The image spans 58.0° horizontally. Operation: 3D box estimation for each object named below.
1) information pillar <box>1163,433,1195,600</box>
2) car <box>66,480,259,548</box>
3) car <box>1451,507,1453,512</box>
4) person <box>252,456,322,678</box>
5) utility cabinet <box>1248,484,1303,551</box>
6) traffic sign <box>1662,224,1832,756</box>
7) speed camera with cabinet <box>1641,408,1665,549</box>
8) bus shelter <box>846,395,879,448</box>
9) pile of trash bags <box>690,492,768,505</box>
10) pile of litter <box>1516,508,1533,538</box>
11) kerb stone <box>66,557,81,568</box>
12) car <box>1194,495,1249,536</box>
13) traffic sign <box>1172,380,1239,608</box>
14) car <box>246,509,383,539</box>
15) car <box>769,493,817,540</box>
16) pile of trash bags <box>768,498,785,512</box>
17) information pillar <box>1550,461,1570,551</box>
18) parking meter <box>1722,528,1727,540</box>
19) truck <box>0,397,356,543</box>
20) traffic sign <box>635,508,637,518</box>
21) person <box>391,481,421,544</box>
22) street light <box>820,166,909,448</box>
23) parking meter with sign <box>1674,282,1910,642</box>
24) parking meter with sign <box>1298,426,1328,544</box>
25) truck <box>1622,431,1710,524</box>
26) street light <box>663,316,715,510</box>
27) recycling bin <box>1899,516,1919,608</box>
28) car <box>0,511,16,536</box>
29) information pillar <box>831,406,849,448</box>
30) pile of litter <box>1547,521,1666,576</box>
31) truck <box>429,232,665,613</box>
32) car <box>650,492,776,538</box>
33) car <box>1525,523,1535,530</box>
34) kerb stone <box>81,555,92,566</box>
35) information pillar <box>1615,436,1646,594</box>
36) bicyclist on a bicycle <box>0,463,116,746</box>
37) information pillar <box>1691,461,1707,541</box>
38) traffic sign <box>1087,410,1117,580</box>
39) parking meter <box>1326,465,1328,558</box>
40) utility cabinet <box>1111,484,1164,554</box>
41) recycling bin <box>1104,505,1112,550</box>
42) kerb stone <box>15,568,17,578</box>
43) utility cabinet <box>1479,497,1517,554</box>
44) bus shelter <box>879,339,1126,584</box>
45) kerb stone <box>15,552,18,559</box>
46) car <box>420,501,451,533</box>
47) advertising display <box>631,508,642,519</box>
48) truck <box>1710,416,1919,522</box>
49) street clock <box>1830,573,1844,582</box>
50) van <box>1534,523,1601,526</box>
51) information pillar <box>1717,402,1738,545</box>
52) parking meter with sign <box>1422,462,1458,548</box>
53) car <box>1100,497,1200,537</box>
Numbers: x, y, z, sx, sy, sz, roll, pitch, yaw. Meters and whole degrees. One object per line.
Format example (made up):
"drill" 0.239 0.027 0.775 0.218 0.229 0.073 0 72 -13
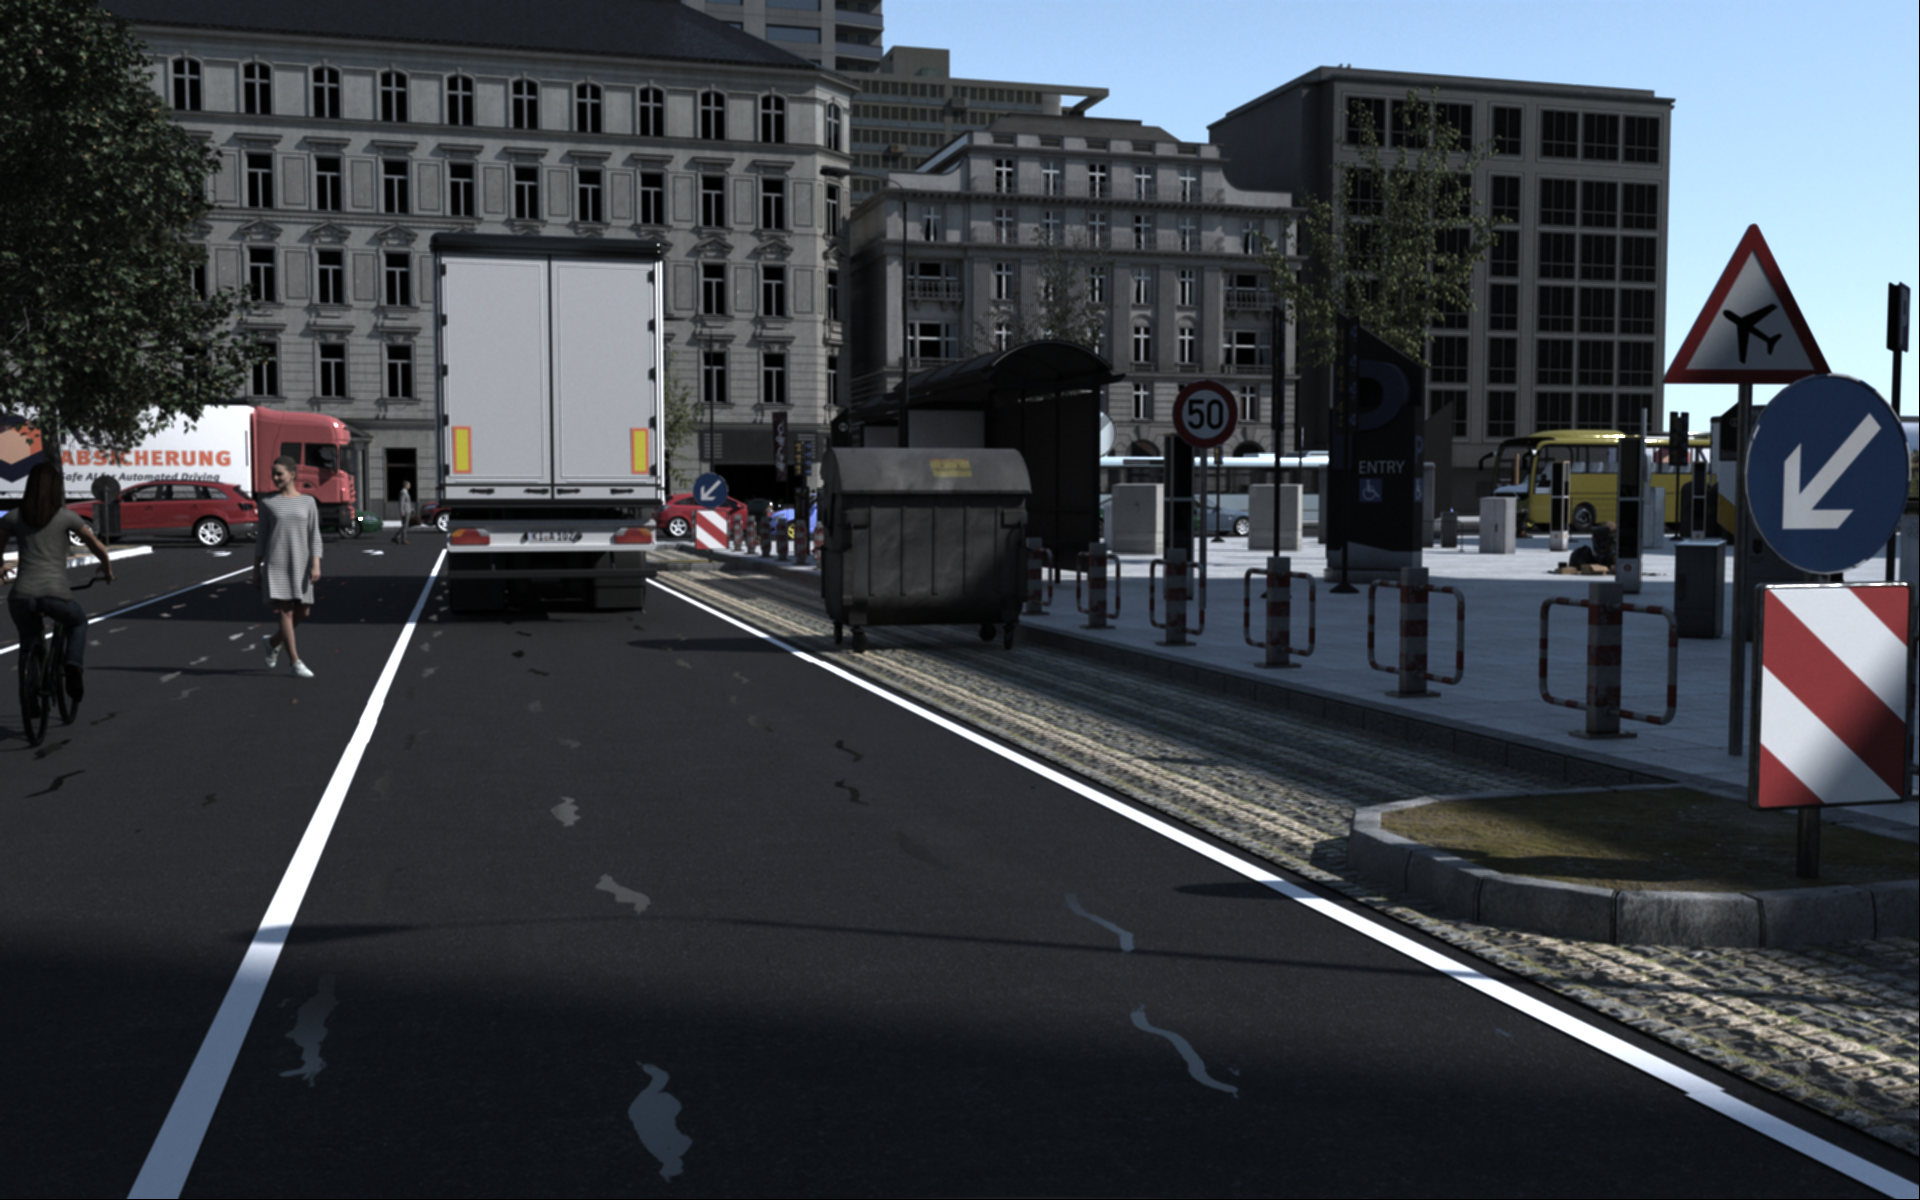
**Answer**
"information pillar" 2.658 -1.012 21.035 0.304 2.012 0.304 -1 4 -11
"car" -21.683 -2.323 46.659 5.304 1.827 2.281 -1 4 -16
"car" 20.286 -4.182 77.962 3.694 1.707 1.945 -1 4 -16
"person" -5.361 -0.273 13.722 0.760 1.731 0.466 3 4 36
"utility cabinet" 7.093 -1.853 38.981 1.173 1.500 0.318 2 4 32
"traffic sign" 3.814 -0.516 8.443 0.884 2.594 0.081 0 4 -7
"speed camera with cabinet" 16.013 -2.833 40.655 0.660 3.252 2.038 3 4 36
"bus shelter" -0.531 -2.330 32.018 2.014 3.302 5.546 -1 4 -16
"pile of trash bags" -10.758 -4.203 78.467 3.447 1.369 1.912 1 4 14
"pile of litter" 16.334 -2.279 51.230 1.176 0.858 1.719 1 4 18
"kerb stone" -17.431 -0.714 33.882 0.120 0.150 1.000 -1 4 -16
"car" 8.042 -2.922 59.778 4.499 1.417 2.014 -1 4 -18
"traffic sign" 2.726 -1.179 19.387 0.768 2.556 0.104 -1 4 -10
"car" -21.181 -2.692 55.819 4.920 1.459 2.131 -1 4 -16
"car" -4.231 -2.723 54.118 3.694 1.707 1.945 -1 4 -16
"pile of trash bags" -10.319 -4.605 85.044 3.447 1.369 1.912 -2 4 -24
"information pillar" 13.441 -2.099 38.818 0.304 2.012 0.304 3 5 44
"parking meter" 21.598 -2.622 48.579 0.255 1.863 0.399 0 4 3
"truck" -23.114 -3.796 50.974 11.283 4.237 2.839 -1 4 -14
"traffic sign" -8.444 -2.539 45.162 0.795 2.450 0.064 -1 4 -16
"person" -15.840 -2.500 49.493 0.853 1.813 0.709 -1 4 -17
"street light" -1.311 -3.200 24.864 1.470 5.913 1.316 -1 4 -16
"parking meter with sign" 7.152 -1.145 14.989 1.738 3.016 0.543 3 4 36
"parking meter with sign" 9.560 -2.944 44.393 1.738 3.016 0.543 1 4 14
"truck" 35.432 -5.579 80.136 11.283 4.237 2.839 -1 4 -17
"street light" -7.059 -4.463 45.505 1.470 5.913 1.316 -1 4 -16
"recycling bin" 11.148 -0.430 19.583 0.722 1.027 0.722 -3 4 -36
"car" -31.118 -3.024 59.029 3.694 1.707 1.945 -1 4 -17
"information pillar" -3.194 -3.358 46.252 0.504 3.616 0.183 -1 4 -14
"pile of litter" 10.336 -0.838 27.668 1.719 0.858 1.176 3 5 41
"truck" -5.899 -2.161 24.247 2.839 4.237 11.283 -1 4 -15
"car" -8.147 -3.012 58.292 4.494 1.783 2.155 -1 4 -16
"car" 23.947 -3.763 71.111 3.694 1.707 1.945 -1 4 -18
"kerb stone" -17.715 -0.776 34.890 0.120 0.150 1.000 -1 4 -16
"information pillar" 8.621 -1.088 22.284 0.304 2.012 0.304 2 4 26
"bicyclist on a bicycle" -5.407 -0.016 10.276 1.499 1.676 1.625 -1 4 -17
"information pillar" 16.610 -2.107 38.934 0.304 2.012 0.304 2 4 23
"traffic sign" 1.931 -1.564 25.674 0.768 2.556 0.104 0 4 -7
"parking meter" 7.511 -1.758 34.450 0.399 1.863 0.255 -1 4 -14
"utility cabinet" 3.755 -1.712 36.676 1.173 1.500 0.318 3 5 43
"recycling bin" 3.781 -1.657 39.646 0.722 1.027 0.722 -3 4 -37
"kerb stone" -16.306 -0.469 29.927 0.120 0.150 1.000 -1 4 -16
"utility cabinet" 11.614 -1.607 37.442 0.306 1.237 1.020 -1 4 -14
"bus shelter" 0.468 -1.921 25.337 2.014 3.302 5.546 -1 4 -16
"kerb stone" -20.843 -0.978 38.236 0.120 0.150 1.000 -1 4 -16
"car" -17.498 -3.437 64.869 5.304 1.827 2.281 -1 4 -15
"advertising display" -14.475 -4.402 77.184 0.123 1.923 0.974 -3 5 -44
"truck" 32.855 -4.538 63.105 11.283 4.237 2.839 -1 4 -16
"street clock" 11.210 -1.078 22.192 0.471 2.002 0.358 -1 4 -9
"van" 27.484 -4.464 77.374 5.245 2.365 2.240 -1 4 -14
"information pillar" 19.218 -3.174 43.249 0.504 3.616 0.183 1 4 9
"parking meter with sign" 11.023 -2.768 41.524 1.738 3.016 0.543 1 4 9
"car" 5.457 -2.741 56.621 4.920 1.459 2.131 -1 4 -16
